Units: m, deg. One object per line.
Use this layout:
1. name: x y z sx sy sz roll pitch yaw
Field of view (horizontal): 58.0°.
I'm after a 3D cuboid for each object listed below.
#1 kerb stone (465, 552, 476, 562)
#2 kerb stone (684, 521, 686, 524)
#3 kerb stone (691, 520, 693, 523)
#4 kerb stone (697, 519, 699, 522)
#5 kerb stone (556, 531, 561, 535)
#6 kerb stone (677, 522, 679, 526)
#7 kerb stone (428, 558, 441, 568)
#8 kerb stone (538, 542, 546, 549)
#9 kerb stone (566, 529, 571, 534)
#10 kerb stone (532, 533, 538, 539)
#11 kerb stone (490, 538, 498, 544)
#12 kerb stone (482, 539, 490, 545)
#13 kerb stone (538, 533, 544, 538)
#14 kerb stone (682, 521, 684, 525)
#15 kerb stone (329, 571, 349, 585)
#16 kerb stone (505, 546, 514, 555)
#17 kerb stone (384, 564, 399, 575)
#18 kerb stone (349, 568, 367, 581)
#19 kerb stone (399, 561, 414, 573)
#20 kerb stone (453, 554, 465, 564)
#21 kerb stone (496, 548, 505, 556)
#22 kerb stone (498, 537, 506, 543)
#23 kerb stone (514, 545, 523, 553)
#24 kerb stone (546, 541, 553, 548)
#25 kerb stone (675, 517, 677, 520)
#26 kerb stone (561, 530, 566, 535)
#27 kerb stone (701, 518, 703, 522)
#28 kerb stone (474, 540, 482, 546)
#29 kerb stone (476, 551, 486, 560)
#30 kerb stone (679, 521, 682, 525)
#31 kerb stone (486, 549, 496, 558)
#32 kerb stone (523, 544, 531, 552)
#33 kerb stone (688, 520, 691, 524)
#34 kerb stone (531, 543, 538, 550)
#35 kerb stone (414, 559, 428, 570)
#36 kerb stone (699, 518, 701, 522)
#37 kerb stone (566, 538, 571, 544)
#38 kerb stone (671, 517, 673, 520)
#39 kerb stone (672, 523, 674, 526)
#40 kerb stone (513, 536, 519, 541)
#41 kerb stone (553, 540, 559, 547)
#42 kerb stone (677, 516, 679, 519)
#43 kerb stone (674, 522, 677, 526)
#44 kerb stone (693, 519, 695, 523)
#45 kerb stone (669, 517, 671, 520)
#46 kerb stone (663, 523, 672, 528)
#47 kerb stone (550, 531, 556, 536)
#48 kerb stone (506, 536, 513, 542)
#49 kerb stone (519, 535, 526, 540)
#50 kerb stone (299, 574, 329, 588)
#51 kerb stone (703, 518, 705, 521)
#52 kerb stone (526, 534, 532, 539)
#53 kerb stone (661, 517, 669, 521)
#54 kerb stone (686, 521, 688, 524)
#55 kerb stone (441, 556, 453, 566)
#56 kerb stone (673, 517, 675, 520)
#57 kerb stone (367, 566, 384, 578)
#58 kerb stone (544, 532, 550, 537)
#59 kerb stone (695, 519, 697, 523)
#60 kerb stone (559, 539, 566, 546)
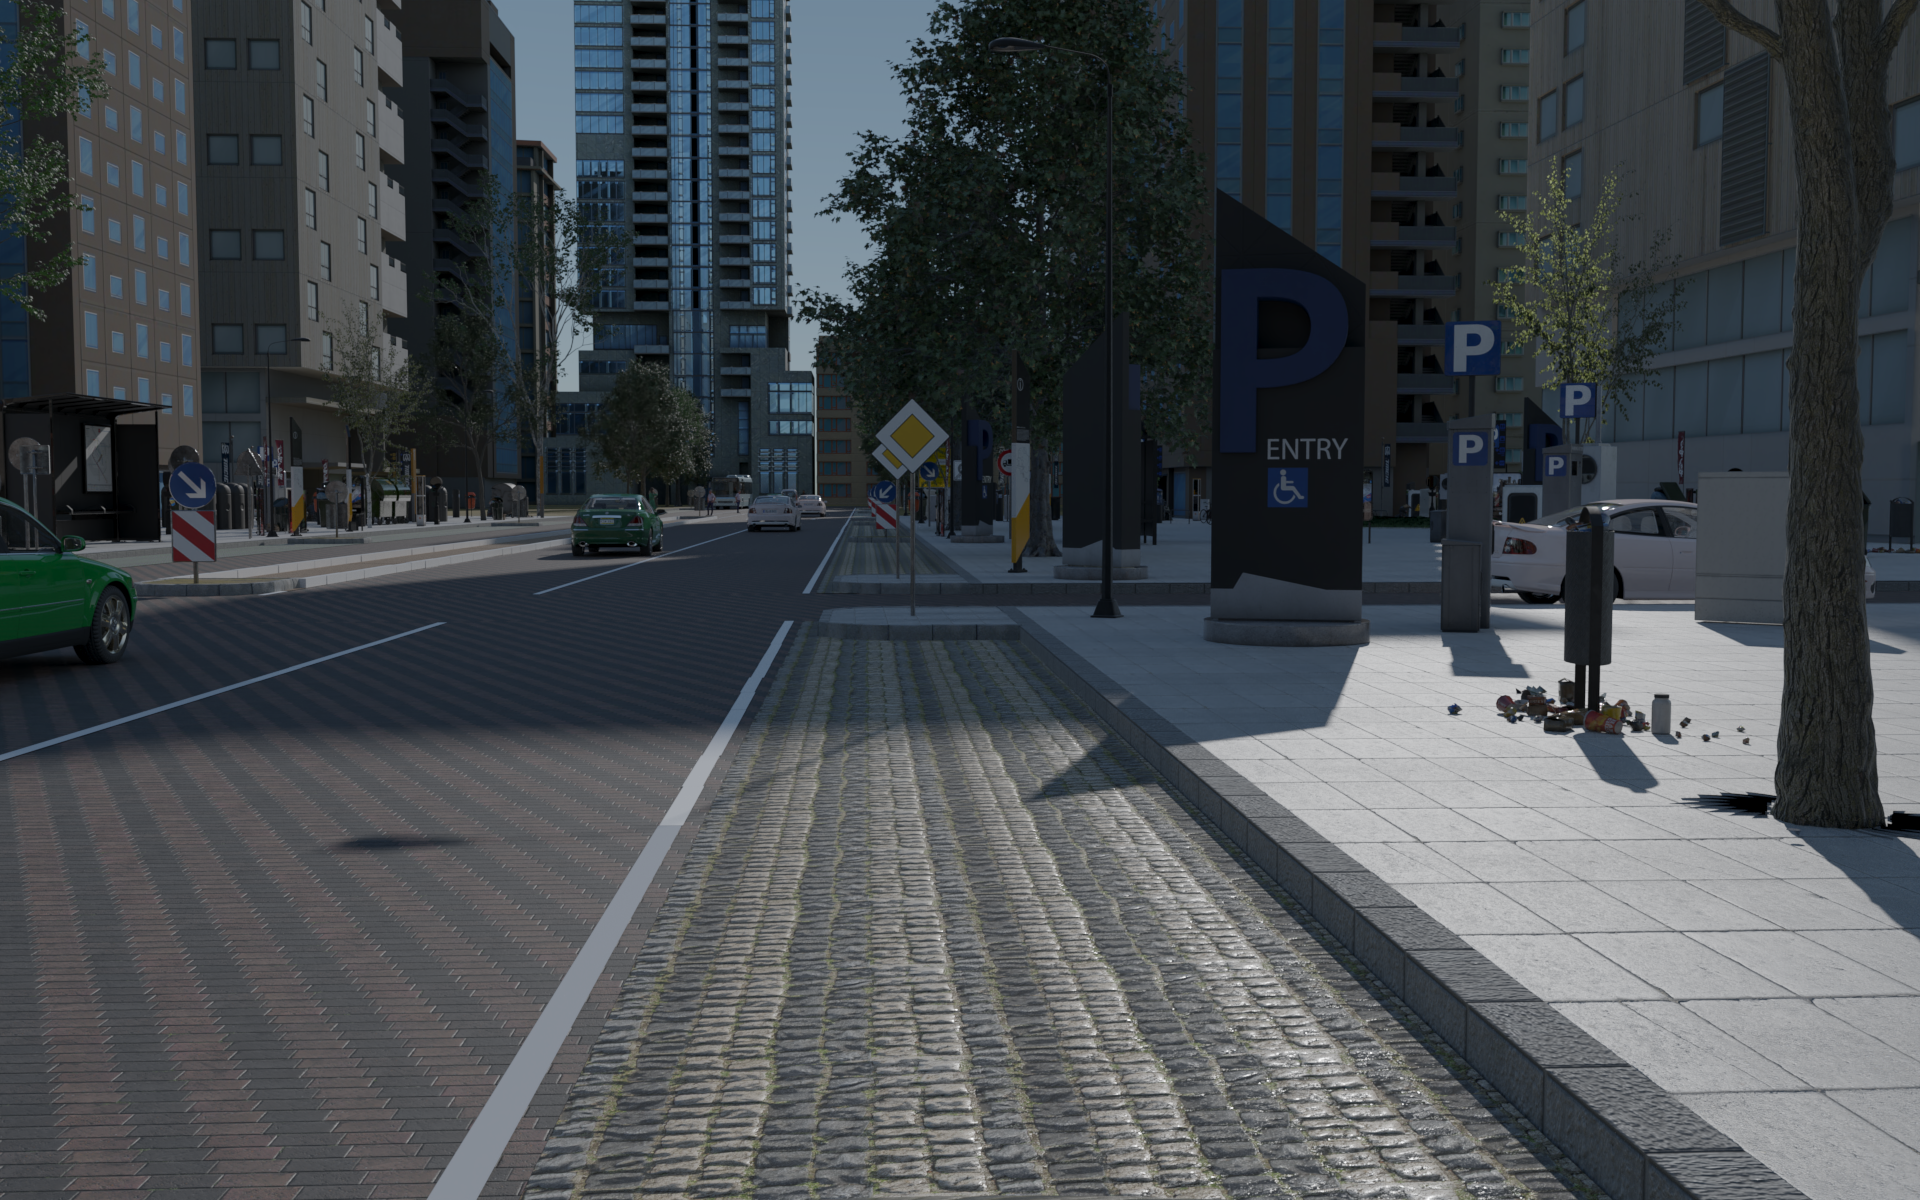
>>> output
1. kerb stone: -10.578 -0.907 37.018 0.120 0.150 1.000 0 4 -3
2. kerb stone: -13.028 -3.591 80.987 0.120 0.150 1.000 0 4 -3
3. kerb stone: -13.192 -3.776 84.055 0.120 0.150 1.000 0 4 -3
4. kerb stone: -13.365 -3.972 87.136 0.120 0.150 1.000 0 4 -3
5. kerb stone: -13.929 -2.278 59.437 0.120 0.150 1.000 0 4 -3
6. kerb stone: -12.860 -3.401 77.925 0.120 0.150 1.000 0 4 -3
7. kerb stone: -10.403 -0.718 33.943 0.120 0.150 1.000 0 4 -3
8. kerb stone: -11.031 -1.407 45.206 0.120 0.150 1.000 0 4 -3
9. kerb stone: -14.043 -2.399 61.480 0.120 0.150 1.000 0 4 -3
10. kerb stone: -13.704 -2.027 55.333 0.120 0.150 1.000 0 4 -3
11. kerb stone: -13.364 -1.649 49.208 0.120 0.150 1.000 0 4 -3
12. kerb stone: -13.310 -1.587 48.184 0.120 0.150 1.000 0 4 -3
13. kerb stone: -13.760 -2.088 56.361 0.120 0.150 1.000 0 4 -3
14. kerb stone: -12.969 -3.532 79.966 0.120 0.150 1.000 0 4 -3
15. kerb stone: -10.066 -0.343 27.808 0.120 0.150 1.000 0 4 -3
16. kerb stone: -10.809 -1.157 41.115 0.120 0.150 1.000 0 4 -3
17. kerb stone: -10.242 -0.531 30.870 0.120 0.150 1.000 0 4 -3
18. kerb stone: -10.124 -0.402 28.830 0.120 0.150 1.000 0 4 -3
19. kerb stone: -10.298 -0.583 31.894 0.120 0.150 1.000 0 4 -3
20. kerb stone: -10.520 -0.844 35.997 0.120 0.150 1.000 0 4 -3
21. kerb stone: -10.757 -1.092 40.094 0.120 0.150 1.000 0 4 -3
22. kerb stone: -13.418 -1.715 50.229 0.120 0.150 1.000 0 4 -3
23. kerb stone: -10.859 -1.220 42.136 0.120 0.150 1.000 0 4 -3
24. kerb stone: -11.094 -1.470 46.226 0.120 0.150 1.000 0 4 -3
25. kerb stone: -15.976 -4.526 96.275 0.120 0.150 1.000 0 4 -3
26. kerb stone: -13.984 -2.340 60.458 0.120 0.150 1.000 0 4 -3
27. kerb stone: -13.488 -4.097 89.182 0.120 0.150 1.000 0 4 -3
28. kerb stone: -13.255 -1.527 47.164 0.120 0.150 1.000 0 4 -3
29. kerb stone: -10.635 -0.969 38.043 0.120 0.150 1.000 0 4 -3
30. kerb stone: -12.913 -3.471 78.945 0.120 0.150 1.000 0 4 -3
31. kerb stone: -10.696 -1.032 39.073 0.120 0.150 1.000 0 4 -3
32. kerb stone: -10.913 -1.282 43.158 0.120 0.150 1.000 0 4 -3
33. kerb stone: -13.142 -3.720 83.028 0.120 0.150 1.000 0 4 -3
34. kerb stone: -10.977 -1.341 44.180 0.120 0.150 1.000 0 4 -3
35. kerb stone: -10.354 -0.656 32.922 0.120 0.150 1.000 0 4 -3
36. kerb stone: -13.428 -4.034 88.156 0.120 0.150 1.000 0 4 -3
37. kerb stone: -11.260 -1.656 49.292 0.120 0.150 1.000 0 4 -3
38. kerb stone: -15.864 -4.405 94.223 0.120 0.150 1.000 0 4 -3
39. kerb stone: -12.736 -3.280 75.876 0.120 0.150 1.000 0 4 -3
40. kerb stone: -13.538 -1.836 52.270 0.120 0.150 1.000 0 4 -3
41. kerb stone: -11.147 -1.532 47.247 0.120 0.150 1.000 0 4 -3
42. kerb stone: -16.027 -4.594 97.299 0.120 0.150 1.000 0 4 -3
43. kerb stone: -12.800 -3.346 76.896 0.120 0.150 1.000 0 4 -3
44. kerb stone: -13.259 -3.842 85.088 0.120 0.150 1.000 0 4 -3
45. kerb stone: -15.802 -4.343 93.203 0.120 0.150 1.000 0 4 -3
46. kerb stone: -12.684 -3.221 74.853 0.120 0.150 1.000 0 4 -3
47. kerb stone: -13.872 -2.209 58.403 0.120 0.150 1.000 0 4 -3
48. kerb stone: -13.473 -1.776 51.250 0.120 0.150 1.000 0 4 -3
49. kerb stone: -13.587 -1.895 53.291 0.120 0.150 1.000 0 4 -3
50. kerb stone: -10.016 -0.281 26.787 0.120 0.150 1.000 0 4 -3
51. kerb stone: -13.542 -4.160 90.205 0.120 0.150 1.000 0 4 -3
52. kerb stone: -13.648 -1.964 54.311 0.120 0.150 1.000 0 4 -3
53. kerb stone: -15.748 -4.280 92.178 0.120 0.150 1.000 0 4 -3
54. kerb stone: -13.087 -3.658 82.007 0.120 0.150 1.000 0 4 -3
55. kerb stone: -10.464 -0.776 34.964 0.120 0.150 1.000 0 4 -3
56. kerb stone: -15.926 -4.468 95.244 0.120 0.150 1.000 0 4 -3
57. kerb stone: -10.178 -0.467 29.850 0.120 0.150 1.000 0 4 -3
58. kerb stone: -13.818 -2.151 57.382 0.120 0.150 1.000 0 4 -3
59. kerb stone: -13.310 -3.909 86.111 0.120 0.150 1.000 0 4 -3
60. kerb stone: -11.207 -1.595 48.268 0.120 0.150 1.000 0 4 -3
